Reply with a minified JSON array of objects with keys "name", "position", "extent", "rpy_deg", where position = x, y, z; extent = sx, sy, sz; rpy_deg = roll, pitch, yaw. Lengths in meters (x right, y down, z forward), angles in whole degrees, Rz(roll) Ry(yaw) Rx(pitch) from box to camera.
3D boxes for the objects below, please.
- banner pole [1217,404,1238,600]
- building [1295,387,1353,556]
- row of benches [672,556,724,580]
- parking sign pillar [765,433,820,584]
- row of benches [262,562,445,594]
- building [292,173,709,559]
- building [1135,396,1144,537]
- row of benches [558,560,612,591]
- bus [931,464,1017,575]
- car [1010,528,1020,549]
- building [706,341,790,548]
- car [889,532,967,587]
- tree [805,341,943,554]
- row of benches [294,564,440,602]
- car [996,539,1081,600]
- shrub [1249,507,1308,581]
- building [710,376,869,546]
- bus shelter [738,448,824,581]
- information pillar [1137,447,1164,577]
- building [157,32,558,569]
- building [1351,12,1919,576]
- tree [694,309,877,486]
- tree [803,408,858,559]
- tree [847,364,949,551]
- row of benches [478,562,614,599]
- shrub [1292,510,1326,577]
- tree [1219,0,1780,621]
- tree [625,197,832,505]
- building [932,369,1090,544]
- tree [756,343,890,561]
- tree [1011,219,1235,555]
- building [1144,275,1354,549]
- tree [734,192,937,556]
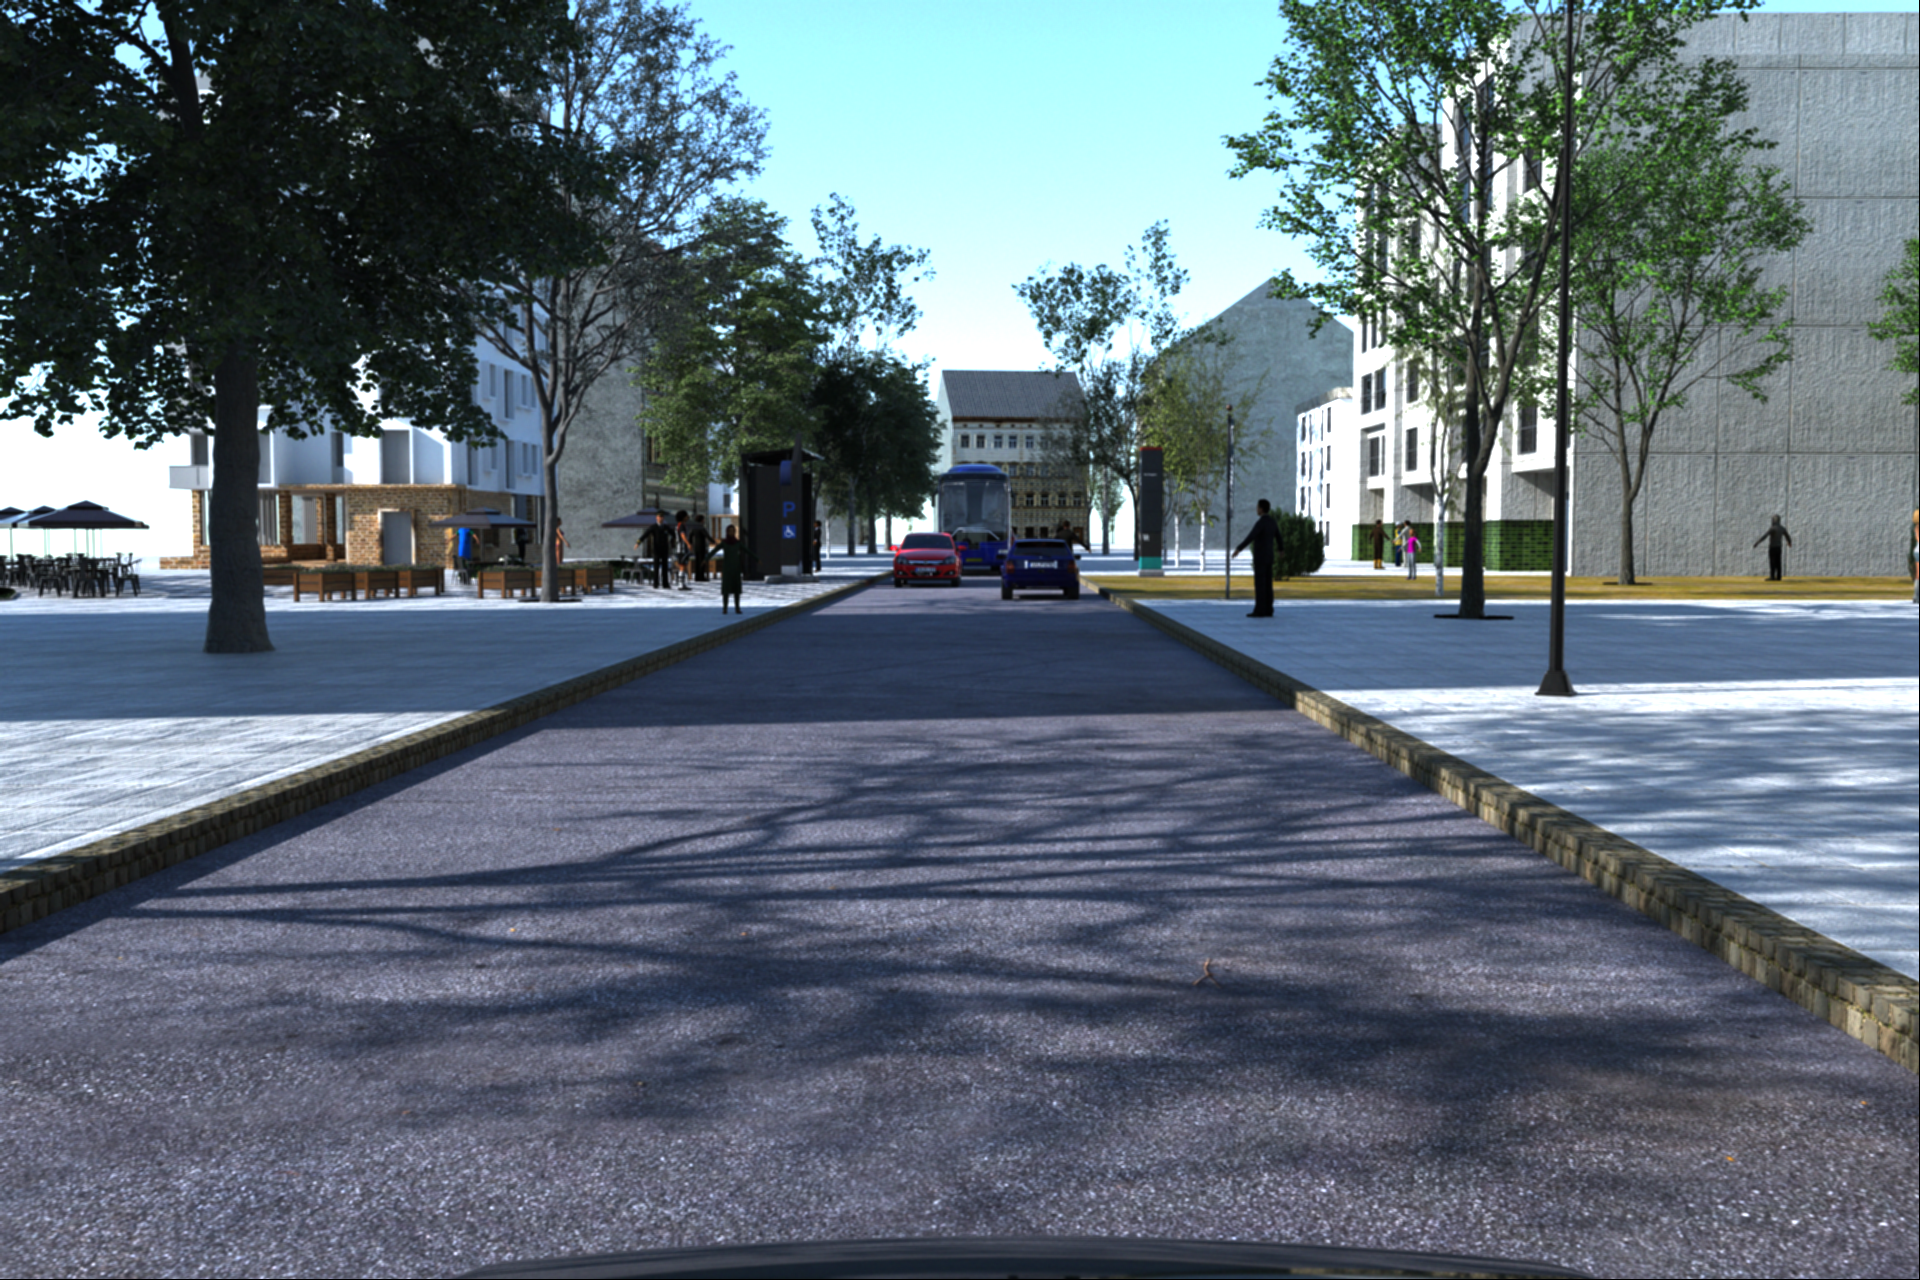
[{"name":"banner pole","position":[5.196,-2.647,33.302],"extent":[0.401,3.779,0.863],"rpy_deg":[0,4,1]},{"name":"building","position":[26.083,-9.603,99.155],"extent":[9.099,9.664,28.070],"rpy_deg":[0,4,1]},{"name":"row of benches","position":[-7.107,-2.108,49.923],"extent":[1.422,0.672,4.104],"rpy_deg":[1,4,21]},{"name":"parking sign pillar","position":[-4.417,-3.487,45.486],"extent":[1.447,3.967,1.447],"rpy_deg":[0,4,1]},{"name":"row of benches","position":[-13.167,-1.352,37.564],"extent":[4.104,0.672,1.422],"rpy_deg":[0,4,-6]},{"name":"building","position":[-25.174,-16.336,98.028],"extent":[19.493,23.208,18.063],"rpy_deg":[0,4,2]},{"name":"building","position":[29.237,-21.926,189.423],"extent":[19.493,23.208,18.063],"rpy_deg":[0,4,1]},{"name":"row of benches","position":[-8.758,-1.508,40.111],"extent":[1.422,0.672,4.104],"rpy_deg":[0,4,1]},{"name":"bus","position":[0.590,-4.459,64.444],"extent":[2.896,3.916,12.251],"rpy_deg":[0,4,1]},{"name":"car","position":[1.816,-4.682,85.229],"extent":[2.281,1.827,5.304],"rpy_deg":[0,4,0]},{"name":"building","position":[-22.328,-18.785,163.555],"extent":[16.016,20.090,11.380],"rpy_deg":[0,4,2]},{"name":"car","position":[-0.879,-2.402,48.308],"extent":[2.155,1.783,4.494],"rpy_deg":[0,4,1]},{"name":"tree","position":[-5.865,-12.644,113.387],"extent":[9.857,13.997,8.962],"rpy_deg":[0,3,0]},{"name":"row of benches","position":[-11.781,-1.161,34.451],"extent":[1.422,0.672,4.104],"rpy_deg":[1,4,16]},{"name":"car","position":[1.786,-1.630,39.226],"extent":[1.945,1.354,3.894],"rpy_deg":[0,4,1]},{"name":"shrub","position":[8.660,-2.641,47.215],"extent":[1.661,2.075,1.752],"rpy_deg":[0,3,0]},{"name":"building","position":[-20.173,-22.693,201.957],"extent":[19.493,23.208,18.063],"rpy_deg":[0,4,2]},{"name":"bus shelter","position":[-5.092,-3.596,50.073],"extent":[1.731,3.624,6.357],"rpy_deg":[0,4,1]},{"name":"information pillar","position":[5.713,-3.820,51.838],"extent":[0.750,3.857,0.750],"rpy_deg":[0,4,1]},{"name":"building","position":[-23.201,-12.735,64.633],"extent":[16.016,20.090,11.380],"rpy_deg":[0,4,0]},{"name":"building","position":[27.109,-12.298,67.529],"extent":[16.747,18.905,31.486],"rpy_deg":[0,4,1]},{"name":"tree","position":[-6.850,-8.375,71.347],"extent":[7.601,10.594,8.767],"rpy_deg":[2,4,29]},{"name":"tree","position":[-6.774,-8.523,89.714],"extent":[4.360,8.622,3.978],"rpy_deg":[0,3,0]},{"name":"tree","position":[-5.401,-13.688,130.455],"extent":[9.857,13.997,8.962],"rpy_deg":[0,3,0]},{"name":"row of benches","position":[-8.597,-1.256,35.991],"extent":[1.422,0.672,4.104],"rpy_deg":[1,4,21]},{"name":"shrub","position":[10.234,-2.916,52.099],"extent":[1.690,2.028,1.600],"rpy_deg":[0,3,0]},{"name":"tree","position":[7.953,-6.130,25.976],"extent":[9.928,11.665,9.643],"rpy_deg":[0,3,0]},{"name":"tree","position":[-7.684,-8.612,58.928],"extent":[7.486,12.596,7.792],"rpy_deg":[0,3,0]},{"name":"building","position":[6.518,-24.324,231.089],"extent":[18.063,23.208,19.493],"rpy_deg":[-1,4,-8]},{"name":"tree","position":[-7.114,-9.011,81.740],"extent":[8.767,10.594,7.601],"rpy_deg":[2,4,24]},{"name":"tree","position":[9.742,-15.225,104.824],"extent":[12.611,20.169,13.585],"rpy_deg":[0,3,0]},{"name":"building","position":[26.817,-19.925,156.702],"extent":[19.493,23.208,18.063],"rpy_deg":[0,4,1]},{"name":"tree","position":[-7.314,-14.872,99.051],"extent":[12.611,20.169,13.585],"rpy_deg":[0,3,0]}]
